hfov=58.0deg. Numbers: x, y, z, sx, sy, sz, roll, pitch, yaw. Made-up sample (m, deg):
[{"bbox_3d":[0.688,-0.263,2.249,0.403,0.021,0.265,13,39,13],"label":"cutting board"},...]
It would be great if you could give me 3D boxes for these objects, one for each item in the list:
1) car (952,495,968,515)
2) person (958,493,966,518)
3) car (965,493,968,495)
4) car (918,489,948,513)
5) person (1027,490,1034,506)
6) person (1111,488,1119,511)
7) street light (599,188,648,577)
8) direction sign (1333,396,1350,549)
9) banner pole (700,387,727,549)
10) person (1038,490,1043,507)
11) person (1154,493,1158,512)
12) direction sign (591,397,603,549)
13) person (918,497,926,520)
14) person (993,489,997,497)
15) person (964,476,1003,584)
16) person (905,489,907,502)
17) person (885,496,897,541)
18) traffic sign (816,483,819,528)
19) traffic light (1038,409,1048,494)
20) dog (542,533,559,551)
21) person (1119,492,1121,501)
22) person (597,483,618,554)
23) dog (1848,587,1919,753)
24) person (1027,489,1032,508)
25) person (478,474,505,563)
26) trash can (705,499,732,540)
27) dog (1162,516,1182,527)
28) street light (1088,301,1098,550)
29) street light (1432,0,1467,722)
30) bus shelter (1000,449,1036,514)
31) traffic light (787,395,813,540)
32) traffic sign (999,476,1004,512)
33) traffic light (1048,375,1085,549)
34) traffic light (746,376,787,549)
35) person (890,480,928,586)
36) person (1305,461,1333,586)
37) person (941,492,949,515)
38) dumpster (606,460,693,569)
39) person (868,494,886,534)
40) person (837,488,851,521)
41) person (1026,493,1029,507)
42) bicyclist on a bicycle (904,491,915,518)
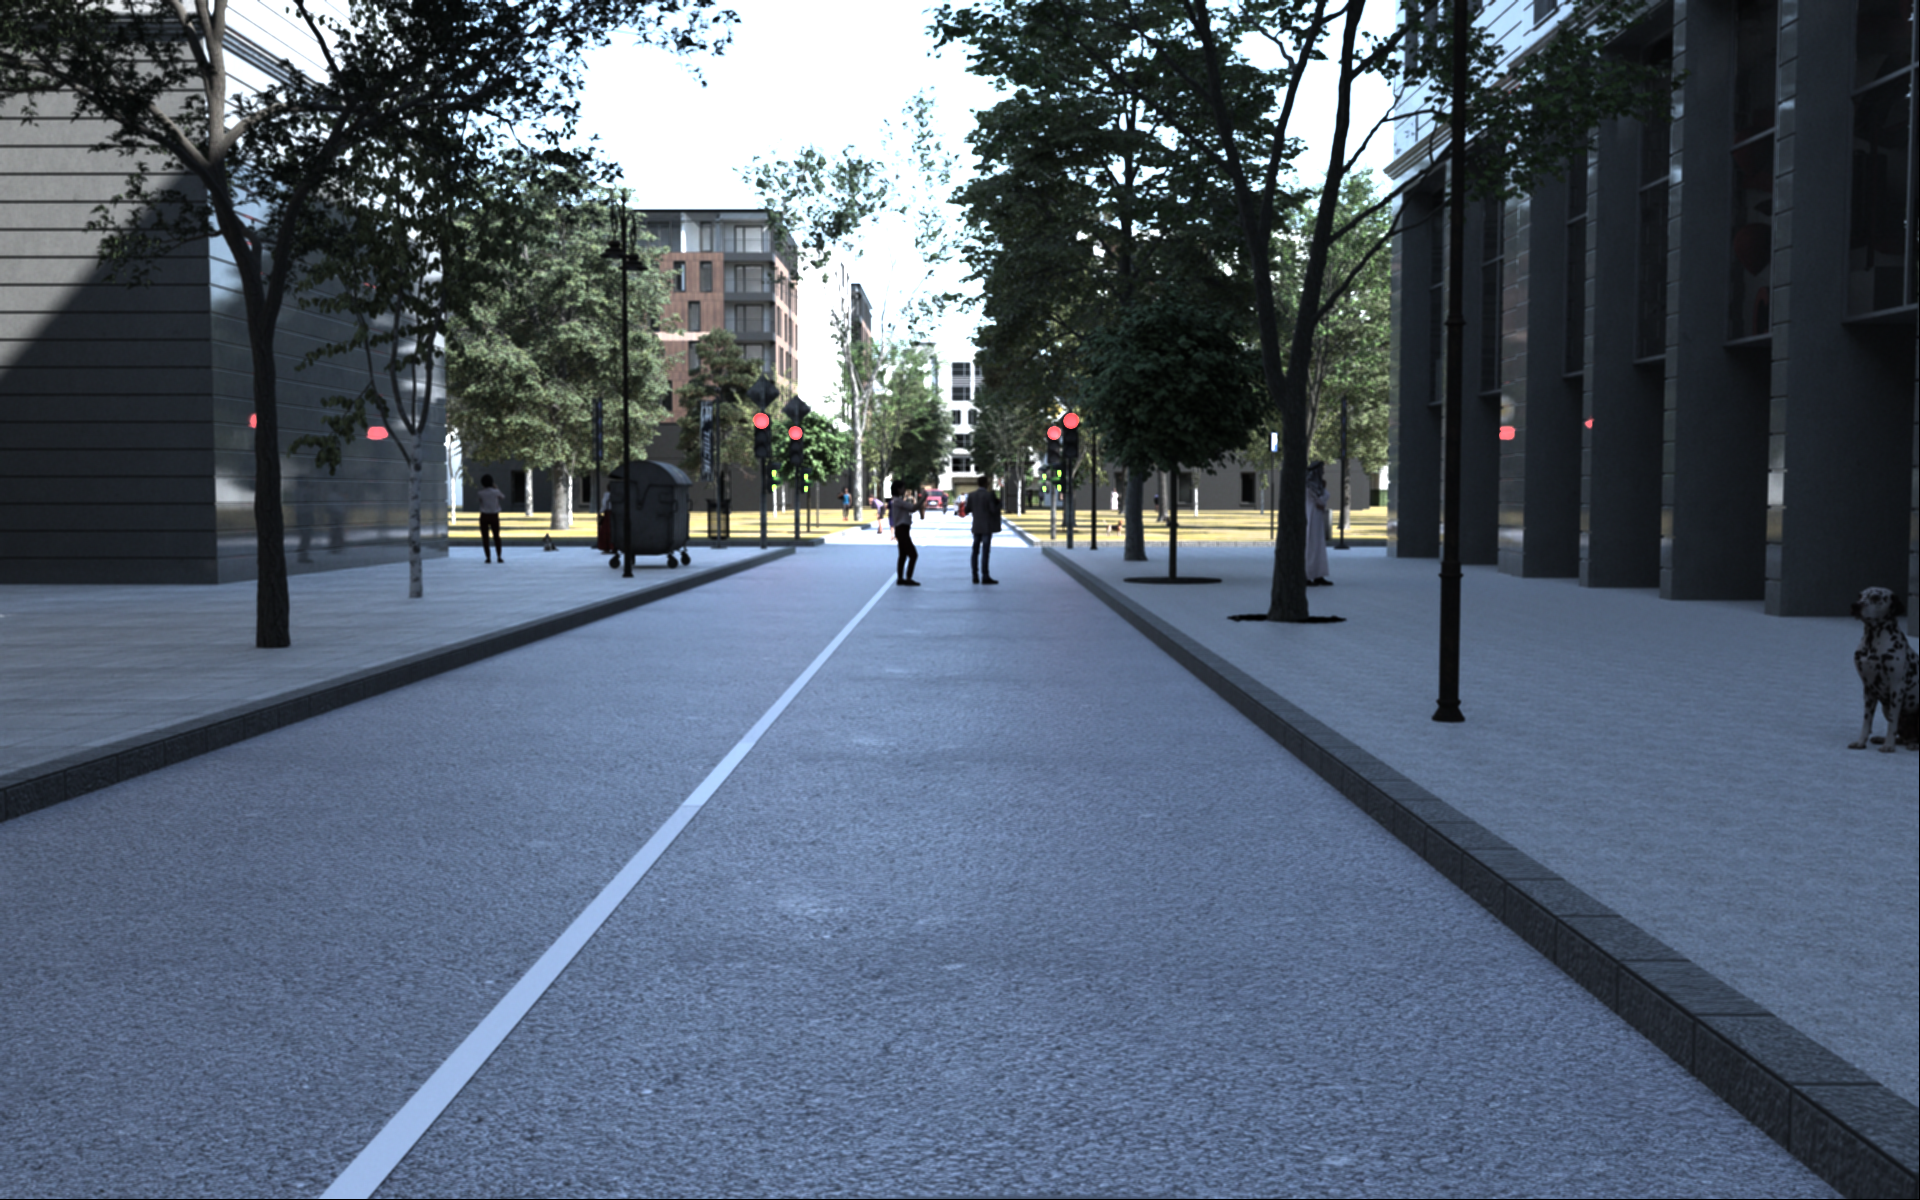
[{"bbox_3d":[0.500,-6.444,117.725,2.083,1.381,4.827,0,3,0],"label":"car"},{"bbox_3d":[0.126,-5.679,103.823,0.387,1.526,0.523,2,4,34],"label":"person"},{"bbox_3d":[0.724,-10.231,176.865,1.945,1.707,3.694,0,4,-1],"label":"car"},{"bbox_3d":[-2.030,-7.508,131.435,2.281,1.827,5.304,0,4,0],"label":"car"},{"bbox_3d":[7.289,-10.737,182.294,1.217,1.736,0.721,3,4,36],"label":"person"},{"bbox_3d":[11.638,-7.581,130.663,0.621,1.740,0.551,3,4,37],"label":"person"},{"bbox_3d":[-5.129,-3.289,26.571,0.468,5.910,1.993,0,4,0],"label":"street light"},{"bbox_3d":[8.904,-2.954,40.291,0.379,3.537,0.876,0,4,6],"label":"direction sign"},{"bbox_3d":[-5.867,-3.114,40.937,0.863,3.779,0.401,3,5,41],"label":"banner pole"},{"bbox_3d":[8.032,-10.028,170.935,0.756,1.711,0.436,-3,5,-41],"label":"person"},{"bbox_3d":[14.013,-6.953,122.953,0.421,1.427,0.697,2,4,25],"label":"person"},{"bbox_3d":[-8.513,-2.981,40.739,0.379,3.537,0.876,-2,4,-25],"label":"direction sign"},{"bbox_3d":[-2.076,-5.188,95.597,0.388,1.546,0.482,-2,4,-30],"label":"person"},{"bbox_3d":[3.845,-11.429,192.933,0.705,1.821,1.348,-1,4,-15],"label":"person"},{"bbox_3d":[0.395,-1.124,27.702,0.655,1.722,0.431,3,5,43],"label":"person"},{"bbox_3d":[-4.345,-8.276,142.082,0.721,1.735,1.217,-1,4,-10],"label":"person"},{"bbox_3d":[-2.030,-2.541,52.423,0.453,1.535,0.546,0,3,0],"label":"person"},{"bbox_3d":[-5.351,-3.970,65.020,0.768,2.556,0.104,0,4,6],"label":"traffic sign"},{"bbox_3d":[2.604,-3.628,48.566,0.839,4.213,0.868,0,4,0],"label":"traffic light"},{"bbox_3d":[-9.219,-1.311,39.175,0.550,0.427,0.748,3,4,38],"label":"dog"},{"bbox_3d":[11.000,-6.770,117.258,0.617,1.759,0.750,-1,4,-8],"label":"person"},{"bbox_3d":[-7.529,-1.753,37.177,0.387,1.526,0.523,2,4,31],"label":"person"},{"bbox_3d":[4.840,0.350,8.664,0.800,0.831,0.513,1,4,16],"label":"dog"},{"bbox_3d":[6.644,-9.654,164.573,0.721,1.739,1.217,1,4,19],"label":"person"},{"bbox_3d":[-8.779,-1.519,32.341,0.517,1.644,0.566,2,4,24],"label":"person"},{"bbox_3d":[-6.768,-2.256,48.543,0.748,1.137,0.748,0,3,0],"label":"trash can"},{"bbox_3d":[8.313,-3.074,67.998,0.550,0.427,0.748,-2,4,-32],"label":"dog"},{"bbox_3d":[3.094,-4.104,39.892,0.468,5.910,1.993,0,4,0],"label":"street light"},{"bbox_3d":[2.769,-2.254,9.641,0.468,5.910,1.993,0,4,0],"label":"street light"},{"bbox_3d":[3.784,-8.347,114.098,2.179,5.291,8.768,0,4,0],"label":"bus shelter"},{"bbox_3d":[-4.557,-3.629,48.585,0.839,4.213,0.868,0,4,0],"label":"traffic light"},{"bbox_3d":[3.151,-7.587,124.158,0.768,2.556,0.104,0,4,6],"label":"traffic sign"},{"bbox_3d":[2.565,-3.140,40.581,0.839,4.213,0.868,0,4,0],"label":"traffic light"},{"bbox_3d":[-4.596,-3.141,40.600,0.839,4.213,0.868,0,4,0],"label":"traffic light"},{"bbox_3d":[-0.800,-1.058,27.261,0.566,1.644,0.517,2,4,34],"label":"person"},{"bbox_3d":[4.945,-1.066,24.143,0.621,1.740,0.551,0,4,-2],"label":"person"},{"bbox_3d":[-1.092,-6.526,117.416,0.569,1.553,0.471,3,5,44],"label":"person"},{"bbox_3d":[-5.456,-1.511,30.468,1.264,1.857,1.865,0,4,0],"label":"dumpster"},{"bbox_3d":[-2.963,-3.060,61.771,0.697,1.427,0.421,-2,4,-31],"label":"person"},{"bbox_3d":[-5.573,-4.628,83.575,0.647,1.594,0.662,-1,4,-18],"label":"person"},{"bbox_3d":[6.583,-10.398,176.039,1.348,1.826,0.705,-3,5,-45],"label":"person"},{"bbox_3d":[-2.695,-5.013,91.978,1.499,1.676,1.625,0,4,-1],"label":"bicyclist on a bicycle"}]
